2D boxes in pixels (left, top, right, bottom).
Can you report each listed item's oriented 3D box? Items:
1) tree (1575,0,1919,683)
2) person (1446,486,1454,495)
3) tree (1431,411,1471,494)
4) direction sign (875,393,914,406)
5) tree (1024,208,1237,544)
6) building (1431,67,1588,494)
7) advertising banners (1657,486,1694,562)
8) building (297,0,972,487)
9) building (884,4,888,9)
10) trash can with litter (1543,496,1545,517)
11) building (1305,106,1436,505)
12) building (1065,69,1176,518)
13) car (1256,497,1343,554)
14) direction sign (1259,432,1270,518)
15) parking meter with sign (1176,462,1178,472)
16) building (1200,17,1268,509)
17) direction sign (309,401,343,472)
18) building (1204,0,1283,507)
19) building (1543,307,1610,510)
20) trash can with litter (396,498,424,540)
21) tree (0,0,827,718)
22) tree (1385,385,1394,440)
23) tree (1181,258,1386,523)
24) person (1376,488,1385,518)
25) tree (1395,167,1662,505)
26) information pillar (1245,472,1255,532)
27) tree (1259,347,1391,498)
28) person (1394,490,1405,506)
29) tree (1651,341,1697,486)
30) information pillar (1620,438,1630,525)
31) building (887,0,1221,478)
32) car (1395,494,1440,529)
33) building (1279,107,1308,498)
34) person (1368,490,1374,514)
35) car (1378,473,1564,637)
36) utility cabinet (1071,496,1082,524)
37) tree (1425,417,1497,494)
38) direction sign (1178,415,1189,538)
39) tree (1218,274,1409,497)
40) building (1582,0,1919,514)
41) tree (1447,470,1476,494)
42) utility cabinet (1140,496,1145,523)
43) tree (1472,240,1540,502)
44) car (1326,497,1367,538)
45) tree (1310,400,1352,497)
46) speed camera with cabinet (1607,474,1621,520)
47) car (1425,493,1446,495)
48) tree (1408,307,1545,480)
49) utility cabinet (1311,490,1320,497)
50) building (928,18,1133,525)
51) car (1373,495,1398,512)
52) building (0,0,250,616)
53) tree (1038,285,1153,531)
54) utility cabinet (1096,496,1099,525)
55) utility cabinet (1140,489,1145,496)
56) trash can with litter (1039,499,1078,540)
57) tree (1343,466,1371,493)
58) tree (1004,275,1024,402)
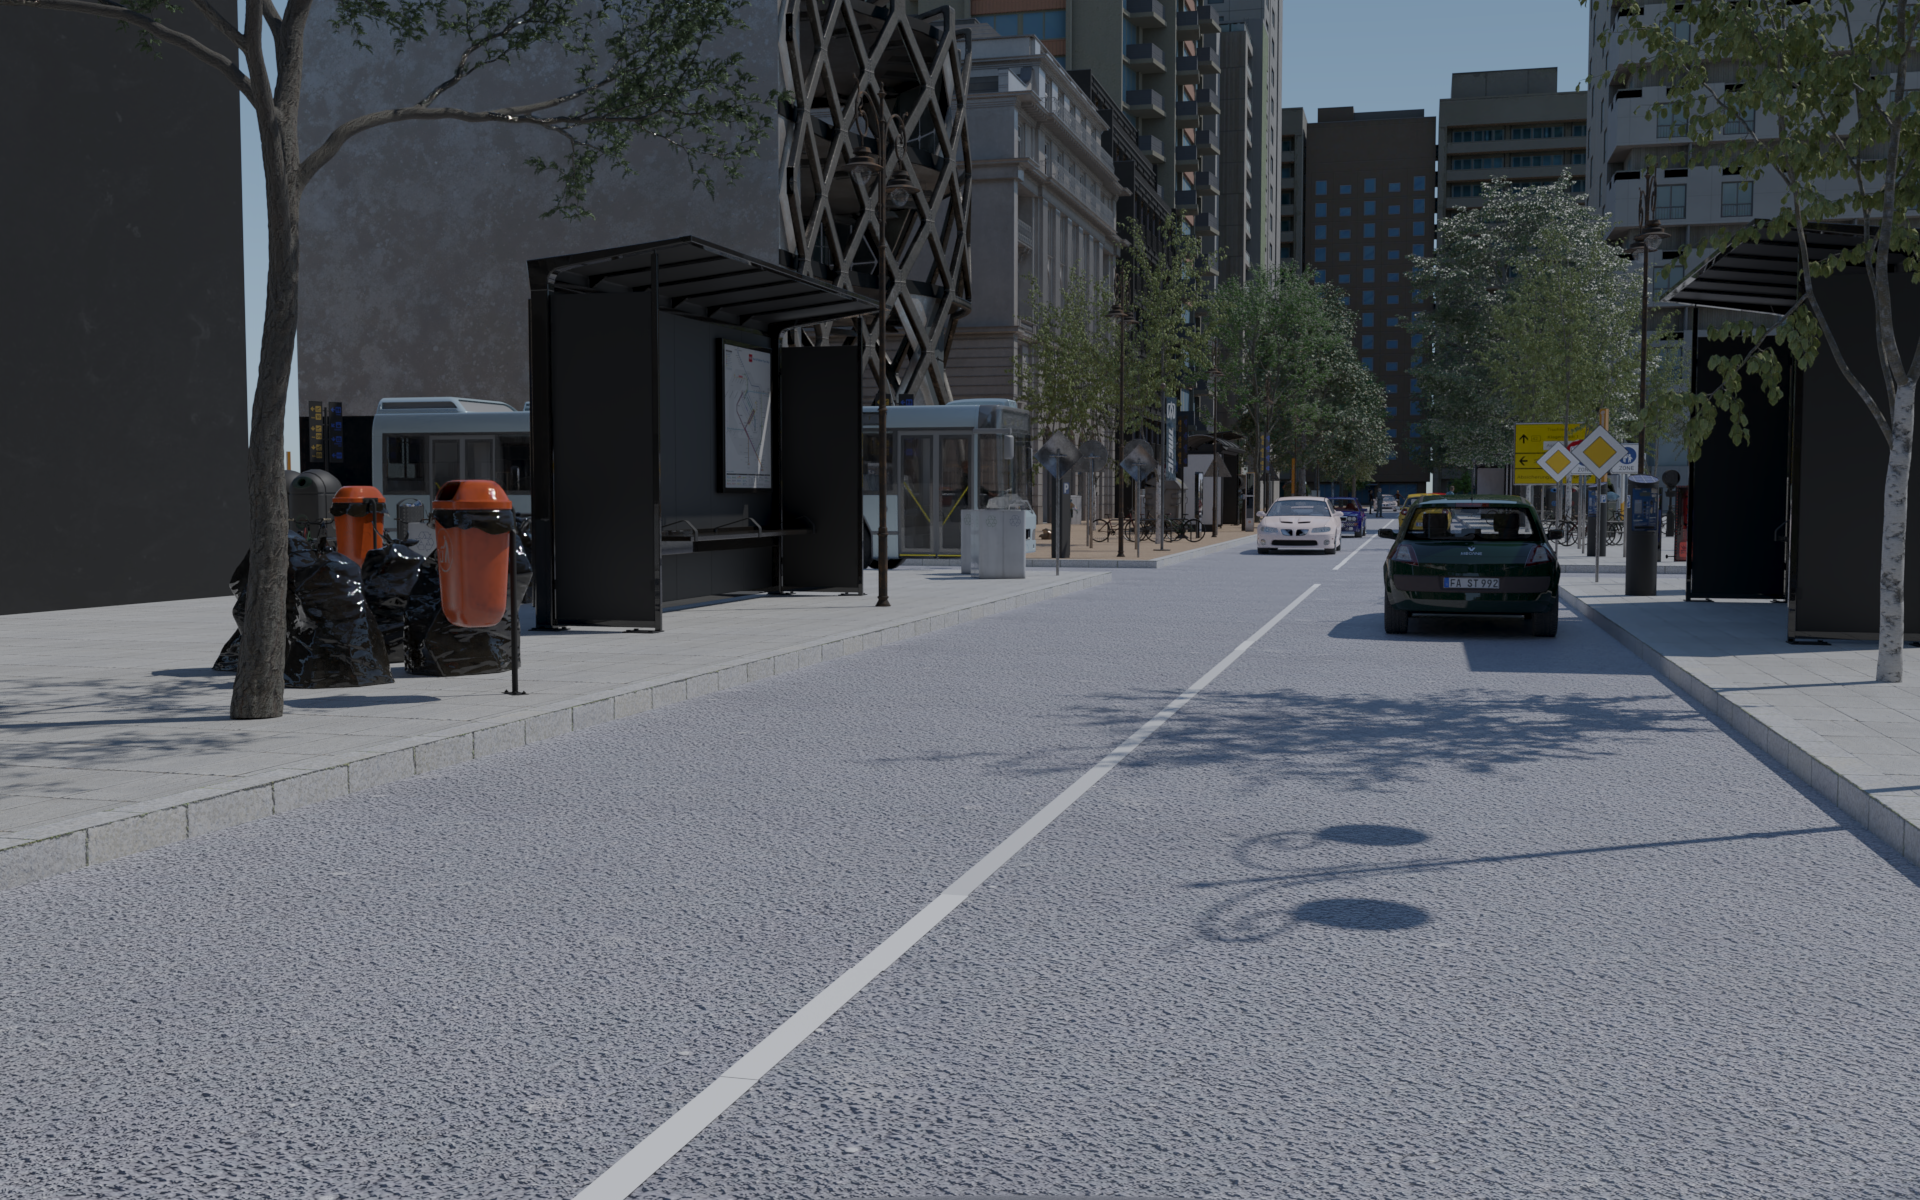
[{"bbox_3d":[6.389,-3.759,11.823,4.737,8.622,4.395,0,3,0],"label":"tree"},{"bbox_3d":[21.229,-4.052,75.090,0.444,1.785,0.601,-1,4,-21],"label":"person"},{"bbox_3d":[41.657,-13.250,142.396,9.928,11.665,9.643,0,3,0],"label":"tree"},{"bbox_3d":[-1.474,-2.885,39.162,0.876,3.537,0.379,-1,4,-15],"label":"direction sign"},{"bbox_3d":[4.880,-5.750,44.368,4.737,8.622,4.395,0,3,0],"label":"tree"},{"bbox_3d":[66.022,-35.294,200.751,21.600,48.544,21.300,1,4,15],"label":"building"},{"bbox_3d":[13.747,-2.239,32.788,2.074,3.025,0.090,-1,4,-11],"label":"advertising banners"},{"bbox_3d":[-8.360,-11.423,54.219,16.820,18.784,16.811,1,4,15],"label":"building"},{"bbox_3d":[-8.756,-55.508,220.229,31.000,86.520,22.319,1,4,15],"label":"building"},{"bbox_3d":[30.152,-4.790,89.704,0.624,1.170,1.055,1,4,21],"label":"trash can with litter"},{"bbox_3d":[47.968,-33.792,202.617,14.200,45.320,14.600,1,4,15],"label":"building"},{"bbox_3d":[5.133,-16.499,99.442,12.332,23.373,15.834,1,4,15],"label":"building"},{"bbox_3d":[8.412,-1.858,42.740,2.083,1.381,4.827,1,4,15],"label":"car"},{"bbox_3d":[11.193,-4.386,63.700,0.379,3.537,0.876,2,4,33],"label":"direction sign"},{"bbox_3d":[12.243,-5.976,93.969,0.543,3.016,1.738,2,4,25],"label":"parking meter with sign"},{"bbox_3d":[18.159,-28.306,146.401,14.154,41.232,14.086,1,4,15],"label":"building"},{"bbox_3d":[-15.509,-3.085,42.431,0.379,3.537,0.876,3,4,39],"label":"direction sign"},{"bbox_3d":[19.823,-44.547,166.599,20.611,71.187,20.563,1,4,15],"label":"building"},{"bbox_3d":[66.367,-18.748,151.575,27.650,21.520,28.899,1,4,15],"label":"building"},{"bbox_3d":[-8.902,-1.115,29.290,1.678,1.210,2.233,2,4,33],"label":"trash can with litter"},{"bbox_3d":[-3.700,-4.603,9.676,7.601,10.594,8.767,-1,4,-10],"label":"tree"},{"bbox_3d":[28.230,-12.413,128.700,9.928,11.665,9.643,0,3,0],"label":"tree"},{"bbox_3d":[13.313,-9.246,76.922,9.928,11.665,9.643,0,3,0],"label":"tree"},{"bbox_3d":[25.575,-5.906,105.240,0.590,1.801,0.661,1,4,21],"label":"person"},{"bbox_3d":[22.008,-9.825,67.293,9.857,13.997,8.962,0,3,0],"label":"tree"},{"bbox_3d":[9.867,-3.330,58.935,0.304,2.012,0.304,1,4,11],"label":"information pillar"},{"bbox_3d":[21.911,-11.602,107.813,7.486,12.596,7.792,0,3,0],"label":"tree"},{"bbox_3d":[40.176,-9.164,158.858,1.217,1.766,0.721,2,4,33],"label":"person"},{"bbox_3d":[34.497,-7.977,80.788,4.360,8.622,3.978,0,3,0],"label":"tree"},{"bbox_3d":[27.665,-4.933,72.009,0.504,3.616,0.183,-2,4,-33],"label":"information pillar"},{"bbox_3d":[6.943,-28.839,126.136,22.147,44.769,28.867,1,4,15],"label":"building"},{"bbox_3d":[15.767,-2.966,58.721,2.015,1.641,3.980,1,4,15],"label":"car"},{"bbox_3d":[31.401,-35.870,210.168,21.600,48.544,21.300,1,4,15],"label":"building"},{"bbox_3d":[29.050,-6.898,122.113,0.721,1.723,1.217,1,4,18],"label":"person"},{"bbox_3d":[5.568,-0.558,18.914,2.009,1.686,4.222,1,4,16],"label":"car"},{"bbox_3d":[4.739,-3.796,73.227,0.306,1.237,1.020,3,4,38],"label":"utility cabinet"},{"bbox_3d":[44.431,-13.338,152.495,7.601,10.594,8.767,3,4,37],"label":"tree"},{"bbox_3d":[6.451,-3.559,50.193,0.379,3.537,0.876,-1,4,-10],"label":"direction sign"},{"bbox_3d":[17.988,-10.599,90.300,9.611,12.733,9.660,0,3,0],"label":"tree"},{"bbox_3d":[59.862,-32.660,123.225,28.713,52.752,27.495,1,4,15],"label":"building"},{"bbox_3d":[35.228,-7.722,120.852,1.663,3.219,1.824,0,3,0],"label":"tree"},{"bbox_3d":[8.376,-3.979,76.210,1.020,1.237,0.306,-1,4,-21],"label":"utility cabinet"},{"bbox_3d":[16.282,-5.815,45.437,4.737,8.622,4.395,0,3,0],"label":"tree"},{"bbox_3d":[12.690,-2.784,58.092,1.945,1.354,3.894,1,4,16],"label":"car"},{"bbox_3d":[25.611,-10.329,119.236,4.360,8.622,3.978,0,3,0],"label":"tree"},{"bbox_3d":[30.910,-5.281,80.684,2.038,3.252,0.660,-3,4,-38],"label":"speed camera with cabinet"},{"bbox_3d":[24.607,-4.944,89.870,2.155,1.783,4.494,1,4,15],"label":"car"},{"bbox_3d":[31.605,-11.492,104.901,9.611,12.733,9.660,0,3,0],"label":"tree"},{"bbox_3d":[21.859,-6.031,107.285,0.318,1.500,1.173,3,5,41],"label":"utility cabinet"},{"bbox_3d":[-0.582,-14.575,80.097,13.314,21.916,24.055,1,4,15],"label":"building"},{"bbox_3d":[35.159,-8.002,143.187,2.083,1.381,4.827,1,4,13],"label":"car"},{"bbox_3d":[-18.295,-11.493,17.594,15.834,23.373,12.332,1,4,15],"label":"building"},{"bbox_3d":[4.703,-6.733,60.447,4.360,8.622,3.978,0,3,0],"label":"tree"},{"bbox_3d":[5.620,-3.722,72.013,0.306,1.237,1.020,0,4,4],"label":"utility cabinet"},{"bbox_3d":[8.418,-4.221,77.691,0.318,1.500,1.173,3,5,44],"label":"utility cabinet"},{"bbox_3d":[2.761,-2.293,48.879,1.055,1.170,0.624,-3,5,-42],"label":"trash can with litter"},{"bbox_3d":[41.510,-12.158,182.498,4.285,4.588,4.351,0,3,0],"label":"tree"},{"bbox_3d":[3.227,-6.401,55.015,4.737,8.622,4.395,0,3,0],"label":"tree"}]
